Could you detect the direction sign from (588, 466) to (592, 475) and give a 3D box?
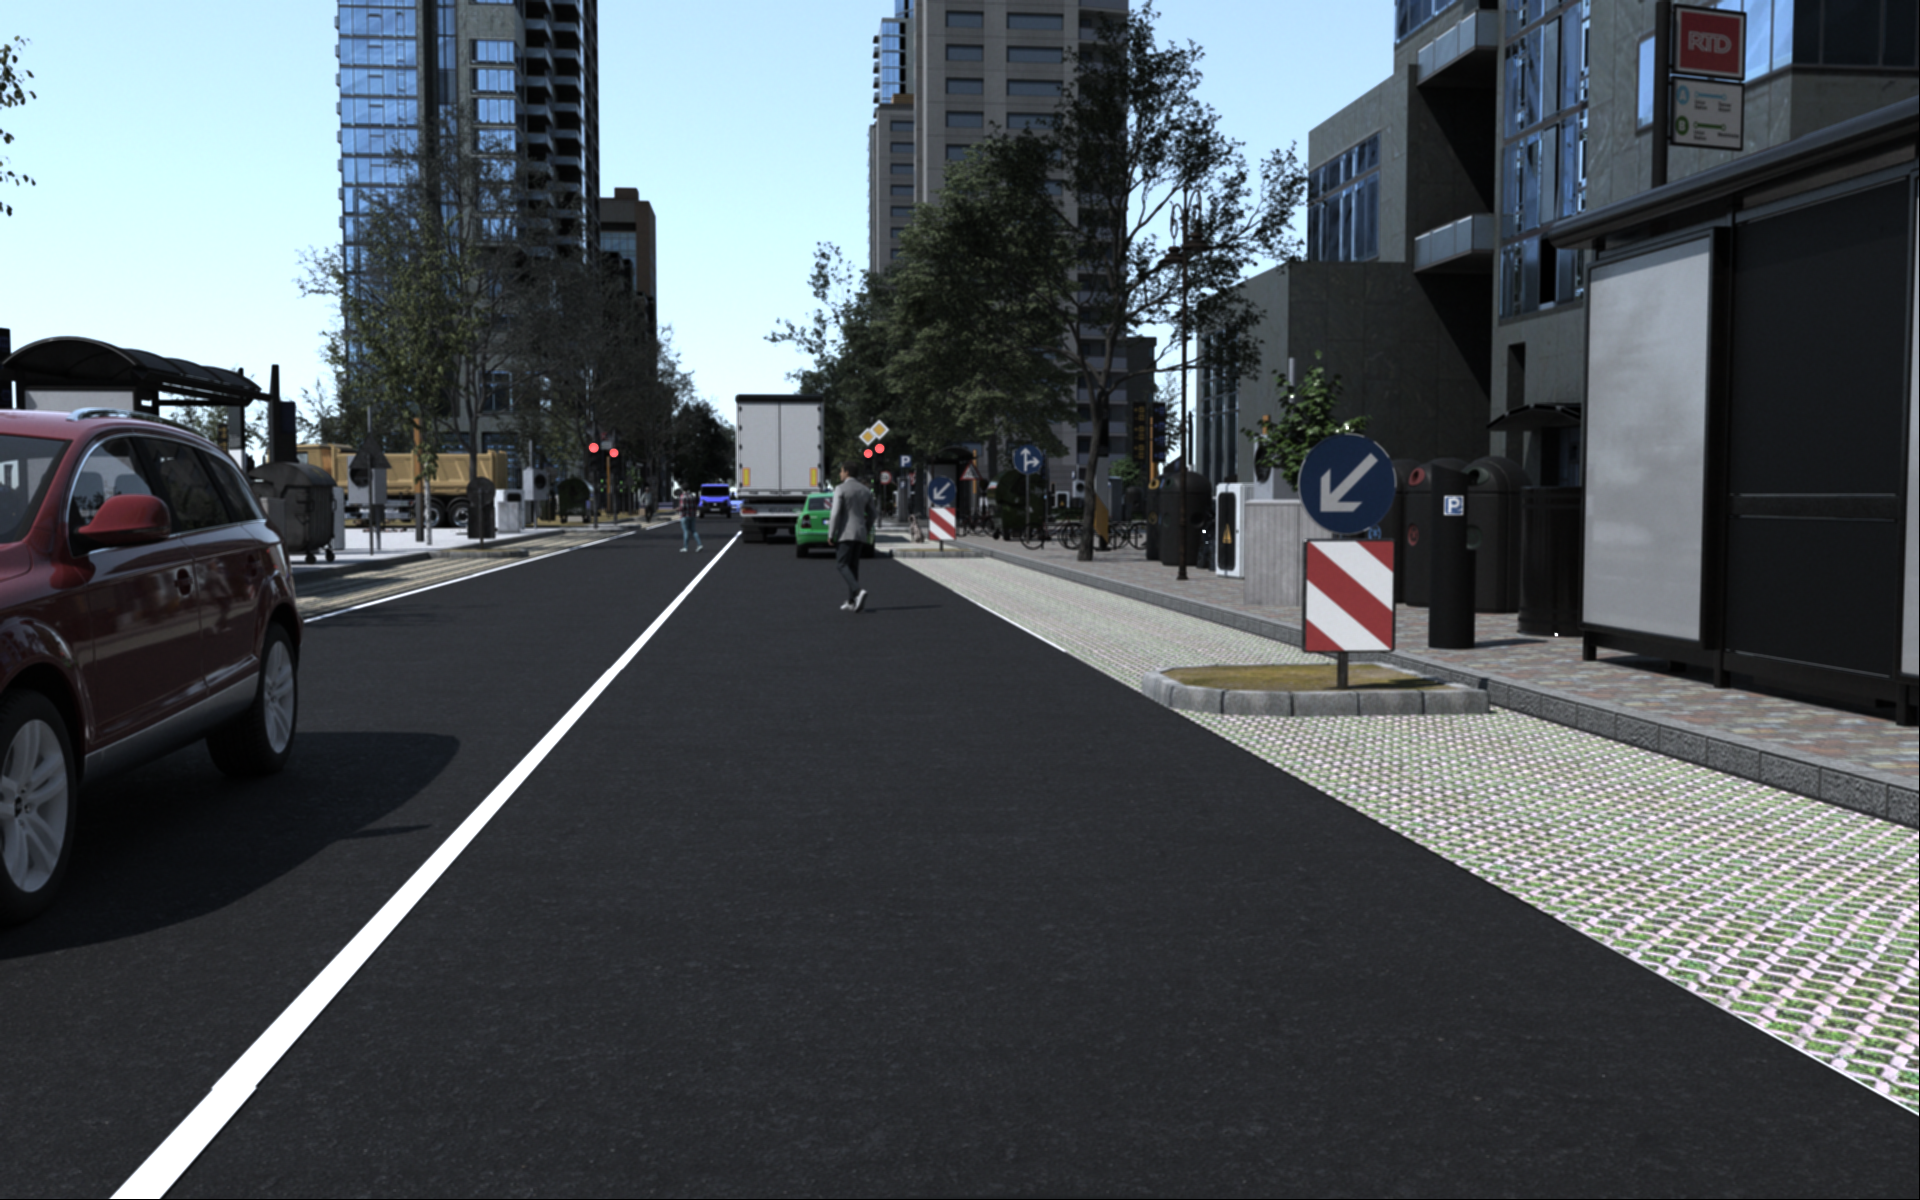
[{"bbox_3d":[-29.539,-8.945,138.245,0.876,3.537,0.379,1,4,9],"label":"direction sign"}]

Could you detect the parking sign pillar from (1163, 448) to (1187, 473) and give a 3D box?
[{"bbox_3d":[12.759,-6.831,100.163,1.447,3.967,1.447,1,4,20],"label":"parking sign pillar"}]

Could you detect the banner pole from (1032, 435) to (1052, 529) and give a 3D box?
[{"bbox_3d":[2.962,-4.459,62.919,0.863,3.779,0.401,-2,4,-27],"label":"banner pole"}]

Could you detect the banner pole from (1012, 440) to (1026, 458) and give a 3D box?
[{"bbox_3d":[2.796,-5.535,80.518,0.863,3.779,0.401,0,4,5],"label":"banner pole"}]

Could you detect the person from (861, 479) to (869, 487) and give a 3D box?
[{"bbox_3d":[-2.704,-2.370,47.345,0.679,1.850,0.850,-3,5,-43],"label":"person"}]

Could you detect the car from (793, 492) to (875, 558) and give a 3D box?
[{"bbox_3d":[-2.917,-1.930,40.356,1.959,1.807,4.718,0,4,-5],"label":"car"}]

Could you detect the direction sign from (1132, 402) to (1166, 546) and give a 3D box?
[{"bbox_3d":[4.655,-3.101,42.698,0.876,3.537,0.379,-1,4,-17],"label":"direction sign"}]

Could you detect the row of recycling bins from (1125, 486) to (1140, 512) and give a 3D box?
[{"bbox_3d":[8.948,-5.001,88.878,1.069,1.692,3.534,0,4,6],"label":"row of recycling bins"}]

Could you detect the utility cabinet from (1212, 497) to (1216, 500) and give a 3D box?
[{"bbox_3d":[5.729,-1.690,38.788,1.020,1.237,0.306,1,4,8],"label":"utility cabinet"}]

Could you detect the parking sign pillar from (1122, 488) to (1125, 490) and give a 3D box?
[{"bbox_3d":[13.567,-9.129,137.728,1.447,3.967,1.447,-1,4,-9],"label":"parking sign pillar"}]

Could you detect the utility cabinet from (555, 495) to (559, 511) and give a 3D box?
[{"bbox_3d":[-31.182,-7.486,133.553,1.020,1.237,0.306,2,4,25],"label":"utility cabinet"}]

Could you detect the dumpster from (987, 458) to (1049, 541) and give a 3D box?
[{"bbox_3d":[1.600,-2.776,47.881,1.502,2.255,1.985,0,4,-6],"label":"dumpster"}]

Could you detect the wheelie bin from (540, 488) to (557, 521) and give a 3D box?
[{"bbox_3d":[-19.852,-4.624,83.508,0.693,1.594,0.980,-3,5,-43],"label":"wheelie bin"}]

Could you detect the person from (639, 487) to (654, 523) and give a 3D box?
[{"bbox_3d":[-15.514,-4.682,85.542,0.515,1.767,0.782,3,5,42],"label":"person"}]

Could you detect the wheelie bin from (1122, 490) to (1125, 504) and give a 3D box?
[{"bbox_3d":[12.140,-7.443,129.601,0.980,1.594,0.693,0,4,-1],"label":"wheelie bin"}]

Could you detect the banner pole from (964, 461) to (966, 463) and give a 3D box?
[{"bbox_3d":[-0.247,-6.404,94.728,0.401,3.779,0.863,3,5,41],"label":"banner pole"}]

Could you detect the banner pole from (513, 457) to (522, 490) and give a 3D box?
[{"bbox_3d":[-29.825,-7.742,116.605,0.401,3.779,0.863,3,4,37],"label":"banner pole"}]

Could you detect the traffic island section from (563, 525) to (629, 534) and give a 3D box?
[{"bbox_3d":[-13.490,-2.553,64.026,2.009,0.180,2.903,0,4,-6],"label":"traffic island section"}]

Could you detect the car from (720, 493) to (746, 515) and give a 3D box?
[{"bbox_3d":[-16.048,-6.864,121.820,1.945,1.707,3.694,0,4,-8],"label":"car"}]

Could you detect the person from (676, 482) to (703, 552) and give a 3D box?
[{"bbox_3d":[-6.762,-2.070,43.174,0.643,1.720,0.563,3,4,37],"label":"person"}]

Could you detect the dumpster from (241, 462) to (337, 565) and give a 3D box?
[{"bbox_3d":[-12.347,-1.603,31.965,1.264,1.857,1.865,0,4,-6],"label":"dumpster"}]

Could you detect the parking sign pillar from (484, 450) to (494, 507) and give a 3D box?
[{"bbox_3d":[-29.125,-7.292,107.701,1.447,3.967,1.447,0,4,7],"label":"parking sign pillar"}]

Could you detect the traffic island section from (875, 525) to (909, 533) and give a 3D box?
[{"bbox_3d":[-3.007,-2.621,65.137,2.009,0.180,2.903,0,4,-6],"label":"traffic island section"}]

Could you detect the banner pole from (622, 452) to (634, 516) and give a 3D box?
[{"bbox_3d":[-21.090,-7.319,109.685,0.863,3.779,0.401,-2,4,-26],"label":"banner pole"}]

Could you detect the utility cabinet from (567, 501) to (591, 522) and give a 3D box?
[{"bbox_3d":[-17.242,-4.252,78.192,1.173,1.500,0.318,1,4,18],"label":"utility cabinet"}]

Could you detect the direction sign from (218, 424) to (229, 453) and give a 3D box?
[{"bbox_3d":[-23.509,-3.907,55.876,0.876,3.537,0.379,1,4,12],"label":"direction sign"}]

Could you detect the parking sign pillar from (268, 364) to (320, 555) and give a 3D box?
[{"bbox_3d":[-14.368,-2.950,36.697,1.447,3.967,1.447,-2,4,-26],"label":"parking sign pillar"}]

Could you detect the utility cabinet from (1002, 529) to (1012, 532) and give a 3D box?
[{"bbox_3d":[1.671,-2.943,59.282,0.306,1.237,1.020,1,4,14],"label":"utility cabinet"}]

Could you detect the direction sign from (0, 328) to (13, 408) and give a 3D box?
[{"bbox_3d":[-13.105,-1.919,23.372,0.379,3.537,0.876,1,4,13],"label":"direction sign"}]

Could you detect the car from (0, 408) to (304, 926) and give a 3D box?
[{"bbox_3d":[-4.305,0.084,7.301,2.281,1.827,5.304,0,4,-7],"label":"car"}]

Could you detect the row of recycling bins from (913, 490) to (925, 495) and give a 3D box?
[{"bbox_3d":[-2.356,-8.618,148.010,3.534,1.692,1.069,0,4,-1],"label":"row of recycling bins"}]

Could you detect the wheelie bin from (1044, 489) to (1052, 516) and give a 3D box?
[{"bbox_3d":[5.092,-5.774,102.316,0.693,1.594,0.980,-1,4,-16],"label":"wheelie bin"}]

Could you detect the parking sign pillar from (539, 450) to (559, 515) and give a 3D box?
[{"bbox_3d":[-25.274,-7.188,106.001,1.447,3.967,1.447,1,4,8],"label":"parking sign pillar"}]

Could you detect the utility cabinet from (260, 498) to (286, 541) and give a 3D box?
[{"bbox_3d":[-11.591,-1.107,29.255,0.306,1.237,1.020,-2,4,-28],"label":"utility cabinet"}]

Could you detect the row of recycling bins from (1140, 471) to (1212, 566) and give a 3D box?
[{"bbox_3d":[4.117,-1.545,32.378,1.069,1.692,3.534,0,4,0],"label":"row of recycling bins"}]

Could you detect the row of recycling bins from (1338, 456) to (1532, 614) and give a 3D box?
[{"bbox_3d":[5.352,-0.800,20.196,1.069,1.692,3.534,-1,4,-21],"label":"row of recycling bins"}]

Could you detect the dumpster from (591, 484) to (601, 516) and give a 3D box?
[{"bbox_3d":[-21.441,-5.771,100.122,1.264,1.857,1.865,0,4,-6],"label":"dumpster"}]

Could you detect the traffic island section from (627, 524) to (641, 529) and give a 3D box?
[{"bbox_3d":[-14.338,-3.039,71.966,2.009,0.180,2.903,0,4,-6],"label":"traffic island section"}]

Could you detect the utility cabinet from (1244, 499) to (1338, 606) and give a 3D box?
[{"bbox_3d":[3.800,-0.535,19.907,1.020,1.237,0.306,1,4,23],"label":"utility cabinet"}]

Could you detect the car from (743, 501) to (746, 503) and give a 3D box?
[{"bbox_3d":[-22.398,-10.465,183.681,1.945,1.354,3.894,0,4,-4],"label":"car"}]

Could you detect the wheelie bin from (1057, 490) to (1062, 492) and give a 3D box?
[{"bbox_3d":[7.579,-7.571,131.693,0.693,1.594,0.980,-1,4,-16],"label":"wheelie bin"}]

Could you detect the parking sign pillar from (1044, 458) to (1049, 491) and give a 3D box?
[{"bbox_3d":[6.263,-8.658,130.026,1.447,3.967,1.447,-1,4,-18],"label":"parking sign pillar"}]

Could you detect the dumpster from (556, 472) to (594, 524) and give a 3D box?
[{"bbox_3d":[-16.839,-4.481,75.753,1.502,2.255,1.985,0,4,-6],"label":"dumpster"}]

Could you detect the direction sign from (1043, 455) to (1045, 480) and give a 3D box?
[{"bbox_3d":[4.496,-6.553,99.144,0.876,3.537,0.379,-2,4,-28],"label":"direction sign"}]

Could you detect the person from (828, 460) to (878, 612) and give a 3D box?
[{"bbox_3d":[-1.282,-0.785,21.180,0.661,1.843,0.795,-3,4,-38],"label":"person"}]
